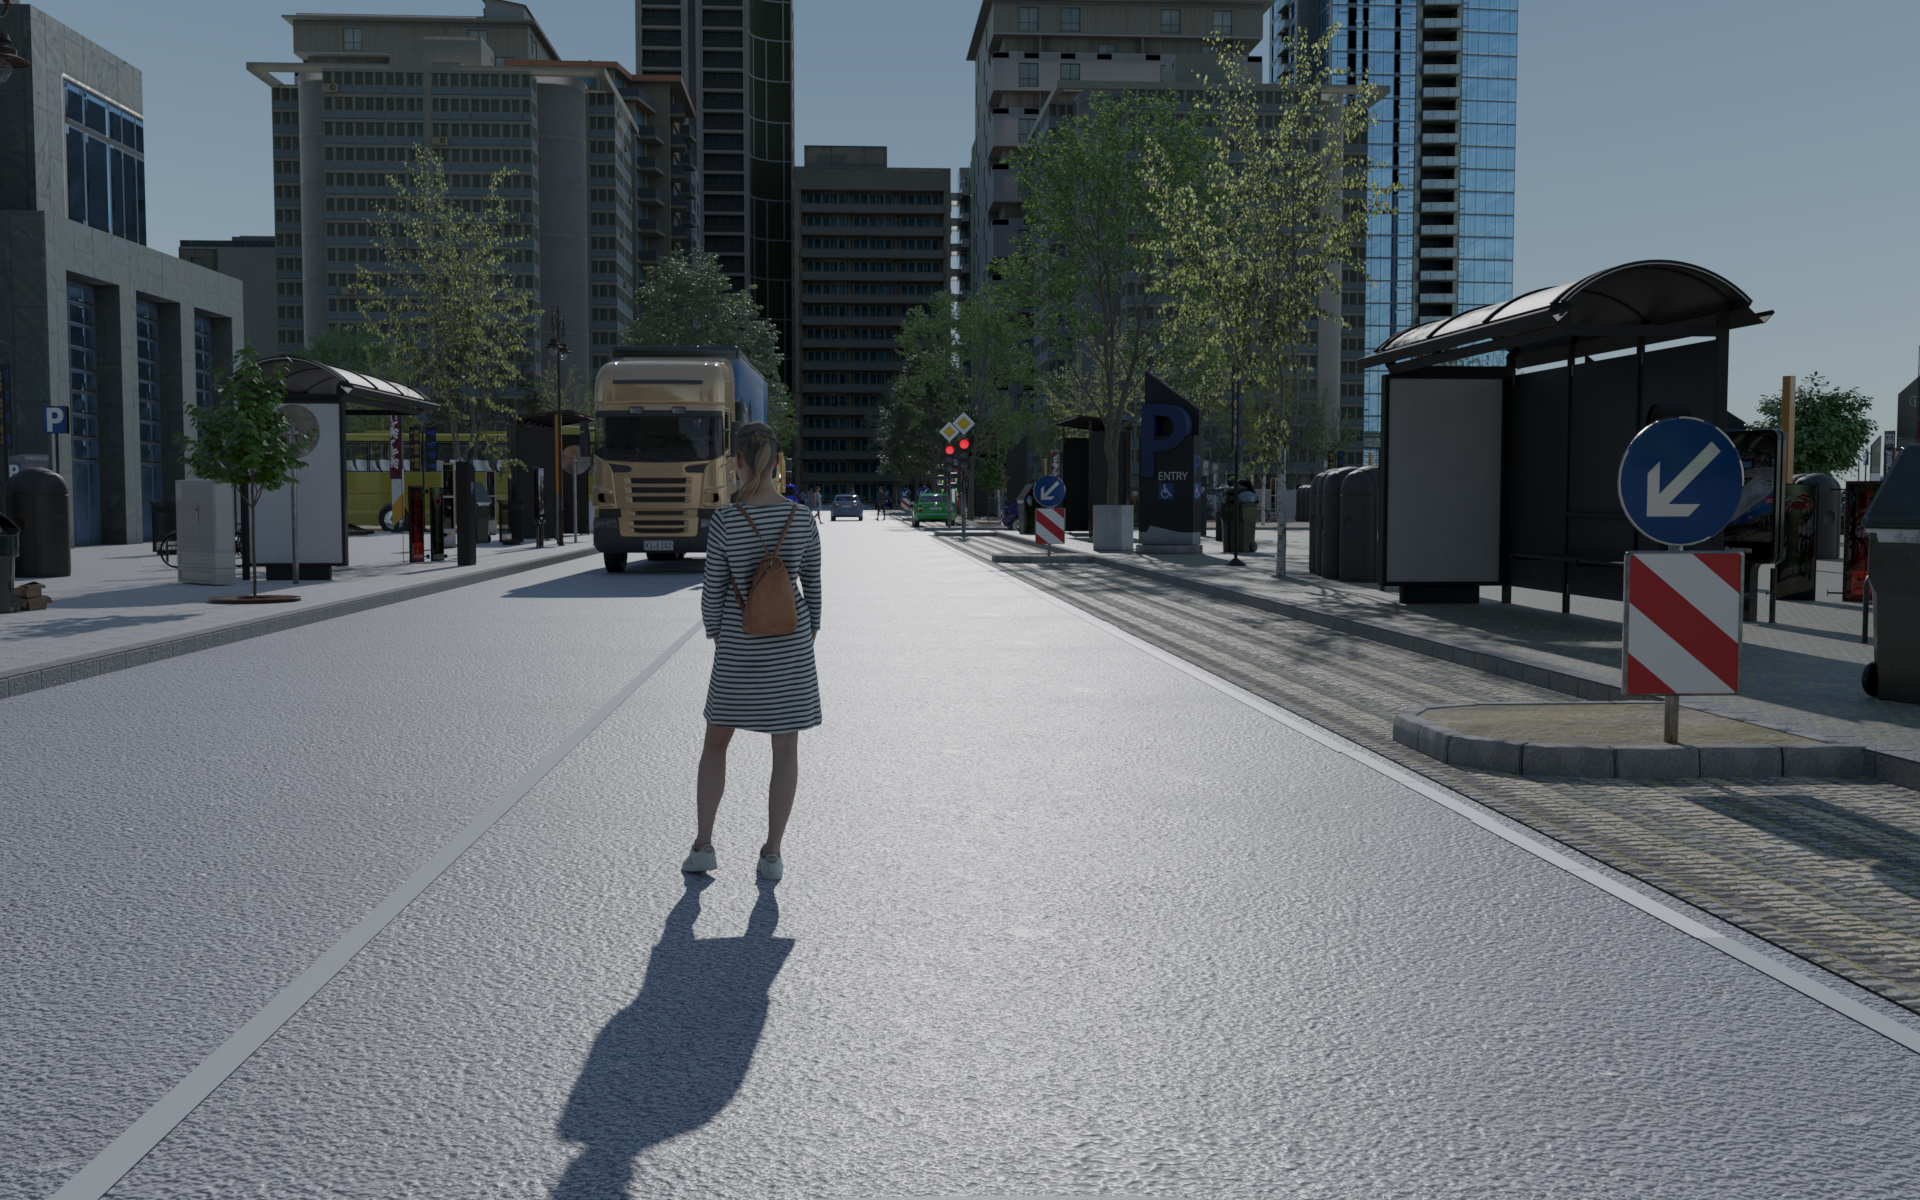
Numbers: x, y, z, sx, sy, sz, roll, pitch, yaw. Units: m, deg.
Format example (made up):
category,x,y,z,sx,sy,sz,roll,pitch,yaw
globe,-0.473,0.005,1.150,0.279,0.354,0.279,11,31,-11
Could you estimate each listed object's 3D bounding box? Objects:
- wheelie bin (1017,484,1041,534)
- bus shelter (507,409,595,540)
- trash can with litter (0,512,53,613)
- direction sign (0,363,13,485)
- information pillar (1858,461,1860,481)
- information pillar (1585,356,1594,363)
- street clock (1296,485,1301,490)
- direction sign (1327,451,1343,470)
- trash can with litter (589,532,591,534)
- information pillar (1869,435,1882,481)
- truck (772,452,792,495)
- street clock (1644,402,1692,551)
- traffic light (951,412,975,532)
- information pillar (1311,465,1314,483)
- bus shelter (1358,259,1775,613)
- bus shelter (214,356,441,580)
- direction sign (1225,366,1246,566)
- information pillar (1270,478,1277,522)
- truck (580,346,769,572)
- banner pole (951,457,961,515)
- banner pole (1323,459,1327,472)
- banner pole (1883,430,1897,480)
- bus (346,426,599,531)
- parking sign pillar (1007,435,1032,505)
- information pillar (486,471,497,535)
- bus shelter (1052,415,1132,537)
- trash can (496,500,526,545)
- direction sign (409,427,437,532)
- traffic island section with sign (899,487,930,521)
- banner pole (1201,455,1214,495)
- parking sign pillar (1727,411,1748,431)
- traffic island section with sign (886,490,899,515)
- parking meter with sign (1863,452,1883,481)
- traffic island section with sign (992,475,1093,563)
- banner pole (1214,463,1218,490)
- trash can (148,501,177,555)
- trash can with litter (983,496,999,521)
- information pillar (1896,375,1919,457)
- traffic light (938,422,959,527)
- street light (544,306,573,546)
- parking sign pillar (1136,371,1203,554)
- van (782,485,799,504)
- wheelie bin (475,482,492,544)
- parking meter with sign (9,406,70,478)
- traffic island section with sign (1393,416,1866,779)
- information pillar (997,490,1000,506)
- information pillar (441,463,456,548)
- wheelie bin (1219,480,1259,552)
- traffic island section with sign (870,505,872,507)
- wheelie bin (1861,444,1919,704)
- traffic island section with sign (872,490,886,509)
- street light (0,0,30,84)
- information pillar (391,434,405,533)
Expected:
category,x,y,z,sx,sy,sz,roll,pitch,yaw
wheelie bin,2.262,-2.975,56.549,0.693,1.594,0.980,-1,4,-19
bus shelter,-11.923,-3.662,51.153,1.731,3.624,6.357,0,4,-4
trash can with litter,-10.454,-0.457,18.857,0.624,1.170,1.055,0,4,7
direction sign,-16.665,-2.341,30.274,0.379,3.537,0.876,-3,5,-40
information pillar,62.597,-7.908,120.657,0.183,3.616,0.504,2,4,35
information pillar,10.591,-2.291,28.810,0.504,3.616,0.183,2,4,32
street clock,25.808,-7.791,131.956,0.471,2.002,0.358,1,4,13
direction sign,19.667,-6.045,90.826,0.876,3.537,0.379,-1,4,-12
trash can with litter,-11.837,-2.758,56.144,1.678,1.210,2.233,1,4,21
information pillar,36.554,-4.760,69.184,0.504,3.616,0.183,-1,4,-19
truck,-8.979,-4.860,75.382,3.469,3.379,9.791,0,4,-5
street clock,5.579,-0.558,13.687,0.358,2.002,0.471,0,4,3
traffic light,0.107,-4.302,59.258,0.839,4.253,0.868,0,4,-4
information pillar,28.380,-9.061,139.502,0.183,3.616,0.504,0,4,-2
bus shelter,5.858,-1.456,17.733,2.014,3.302,5.546,0,4,-4
bus shelter,-10.088,-2.096,28.187,2.014,3.302,5.546,0,4,-4
direction sign,4.949,-2.384,30.981,0.379,3.537,0.876,1,4,20
information pillar,14.442,-4.581,79.395,0.304,2.012,0.304,-3,5,-43
truck,-5.499,-2.833,35.230,2.839,4.237,11.283,0,4,-2
banner pole,-0.169,-6.977,104.096,0.863,3.779,0.401,1,4,19
banner pole,23.396,-7.335,109.947,0.863,3.779,0.401,-2,4,-25
banner pole,32.301,-4.280,59.993,0.401,3.779,0.863,-1,4,-19
bus,-17.268,-4.338,62.468,12.252,3.916,2.896,0,4,-5
parking sign pillar,2.736,-5.580,79.706,1.447,3.967,1.447,-3,5,-42
information pillar,-14.658,-3.038,54.168,0.304,2.012,0.304,-1,4,-11
bus shelter,4.115,-3.862,54.423,1.731,3.624,6.357,0,4,-4
trash can,-11.295,-1.954,43.594,0.748,1.137,0.748,0,3,0
direction sign,-18.068,-4.057,58.321,0.876,3.537,0.379,-2,4,-28
traffic island section with sign,-2.053,-5.092,91.884,1.989,1.847,2.006,0,4,-4
banner pole,15.707,-7.439,111.641,0.863,3.779,0.401,-2,4,-29
parking sign pillar,22.731,-3.814,50.823,1.447,3.967,1.447,3,5,39
traffic island section with sign,-3.877,-6.737,118.778,1.989,1.847,2.006,0,4,-4
parking meter with sign,38.459,-4.623,71.846,1.738,3.016,0.543,1,4,15
traffic island section with sign,1.693,-1.705,36.507,1.989,1.847,2.006,0,4,-4
banner pole,17.853,-8.080,122.126,0.863,3.779,0.401,-1,4,-22
trash can,-16.787,-1.531,36.693,0.748,1.137,0.748,0,3,0
trash can with litter,1.996,-4.498,84.599,2.233,1.210,1.678,0,4,-6
information pillar,18.310,-2.571,33.383,0.183,3.616,0.504,-3,4,-37
traffic light,-0.433,-4.789,67.225,0.839,4.253,0.868,0,4,-4
street light,-9.859,-4.273,42.646,0.468,5.910,1.993,0,4,-4
parking sign pillar,4.544,-2.997,37.477,1.447,3.967,1.447,2,4,32
van,-11.337,-6.483,110.386,2.240,2.365,5.245,0,4,-3
wheelie bin,-12.641,-2.267,44.968,0.693,1.594,0.980,2,4,25
parking meter with sign,-18.066,-2.278,33.506,0.543,3.016,1.738,1,4,14
traffic island section with sign,3.525,-0.060,9.614,1.989,1.847,2.006,0,4,-4
information pillar,2.680,-7.348,124.634,0.304,2.012,0.304,-3,5,-39
information pillar,-12.144,-2.241,41.129,0.304,2.012,0.304,-1,4,-17
wheelie bin,6.171,-1.854,38.219,0.980,1.594,0.693,3,5,44
traffic island section with sign,-9.156,-11.491,196.509,1.989,1.847,2.006,0,4,-4
wheelie bin,6.047,-0.171,10.697,0.693,1.594,0.980,-1,4,-21
traffic island section with sign,-7.319,-9.846,169.616,1.989,1.847,2.006,0,4,-4
street light,-7.805,-2.493,13.541,0.468,5.910,1.993,0,4,-4
information pillar,-18.560,-4.023,57.133,0.504,3.616,0.183,2,4,28
